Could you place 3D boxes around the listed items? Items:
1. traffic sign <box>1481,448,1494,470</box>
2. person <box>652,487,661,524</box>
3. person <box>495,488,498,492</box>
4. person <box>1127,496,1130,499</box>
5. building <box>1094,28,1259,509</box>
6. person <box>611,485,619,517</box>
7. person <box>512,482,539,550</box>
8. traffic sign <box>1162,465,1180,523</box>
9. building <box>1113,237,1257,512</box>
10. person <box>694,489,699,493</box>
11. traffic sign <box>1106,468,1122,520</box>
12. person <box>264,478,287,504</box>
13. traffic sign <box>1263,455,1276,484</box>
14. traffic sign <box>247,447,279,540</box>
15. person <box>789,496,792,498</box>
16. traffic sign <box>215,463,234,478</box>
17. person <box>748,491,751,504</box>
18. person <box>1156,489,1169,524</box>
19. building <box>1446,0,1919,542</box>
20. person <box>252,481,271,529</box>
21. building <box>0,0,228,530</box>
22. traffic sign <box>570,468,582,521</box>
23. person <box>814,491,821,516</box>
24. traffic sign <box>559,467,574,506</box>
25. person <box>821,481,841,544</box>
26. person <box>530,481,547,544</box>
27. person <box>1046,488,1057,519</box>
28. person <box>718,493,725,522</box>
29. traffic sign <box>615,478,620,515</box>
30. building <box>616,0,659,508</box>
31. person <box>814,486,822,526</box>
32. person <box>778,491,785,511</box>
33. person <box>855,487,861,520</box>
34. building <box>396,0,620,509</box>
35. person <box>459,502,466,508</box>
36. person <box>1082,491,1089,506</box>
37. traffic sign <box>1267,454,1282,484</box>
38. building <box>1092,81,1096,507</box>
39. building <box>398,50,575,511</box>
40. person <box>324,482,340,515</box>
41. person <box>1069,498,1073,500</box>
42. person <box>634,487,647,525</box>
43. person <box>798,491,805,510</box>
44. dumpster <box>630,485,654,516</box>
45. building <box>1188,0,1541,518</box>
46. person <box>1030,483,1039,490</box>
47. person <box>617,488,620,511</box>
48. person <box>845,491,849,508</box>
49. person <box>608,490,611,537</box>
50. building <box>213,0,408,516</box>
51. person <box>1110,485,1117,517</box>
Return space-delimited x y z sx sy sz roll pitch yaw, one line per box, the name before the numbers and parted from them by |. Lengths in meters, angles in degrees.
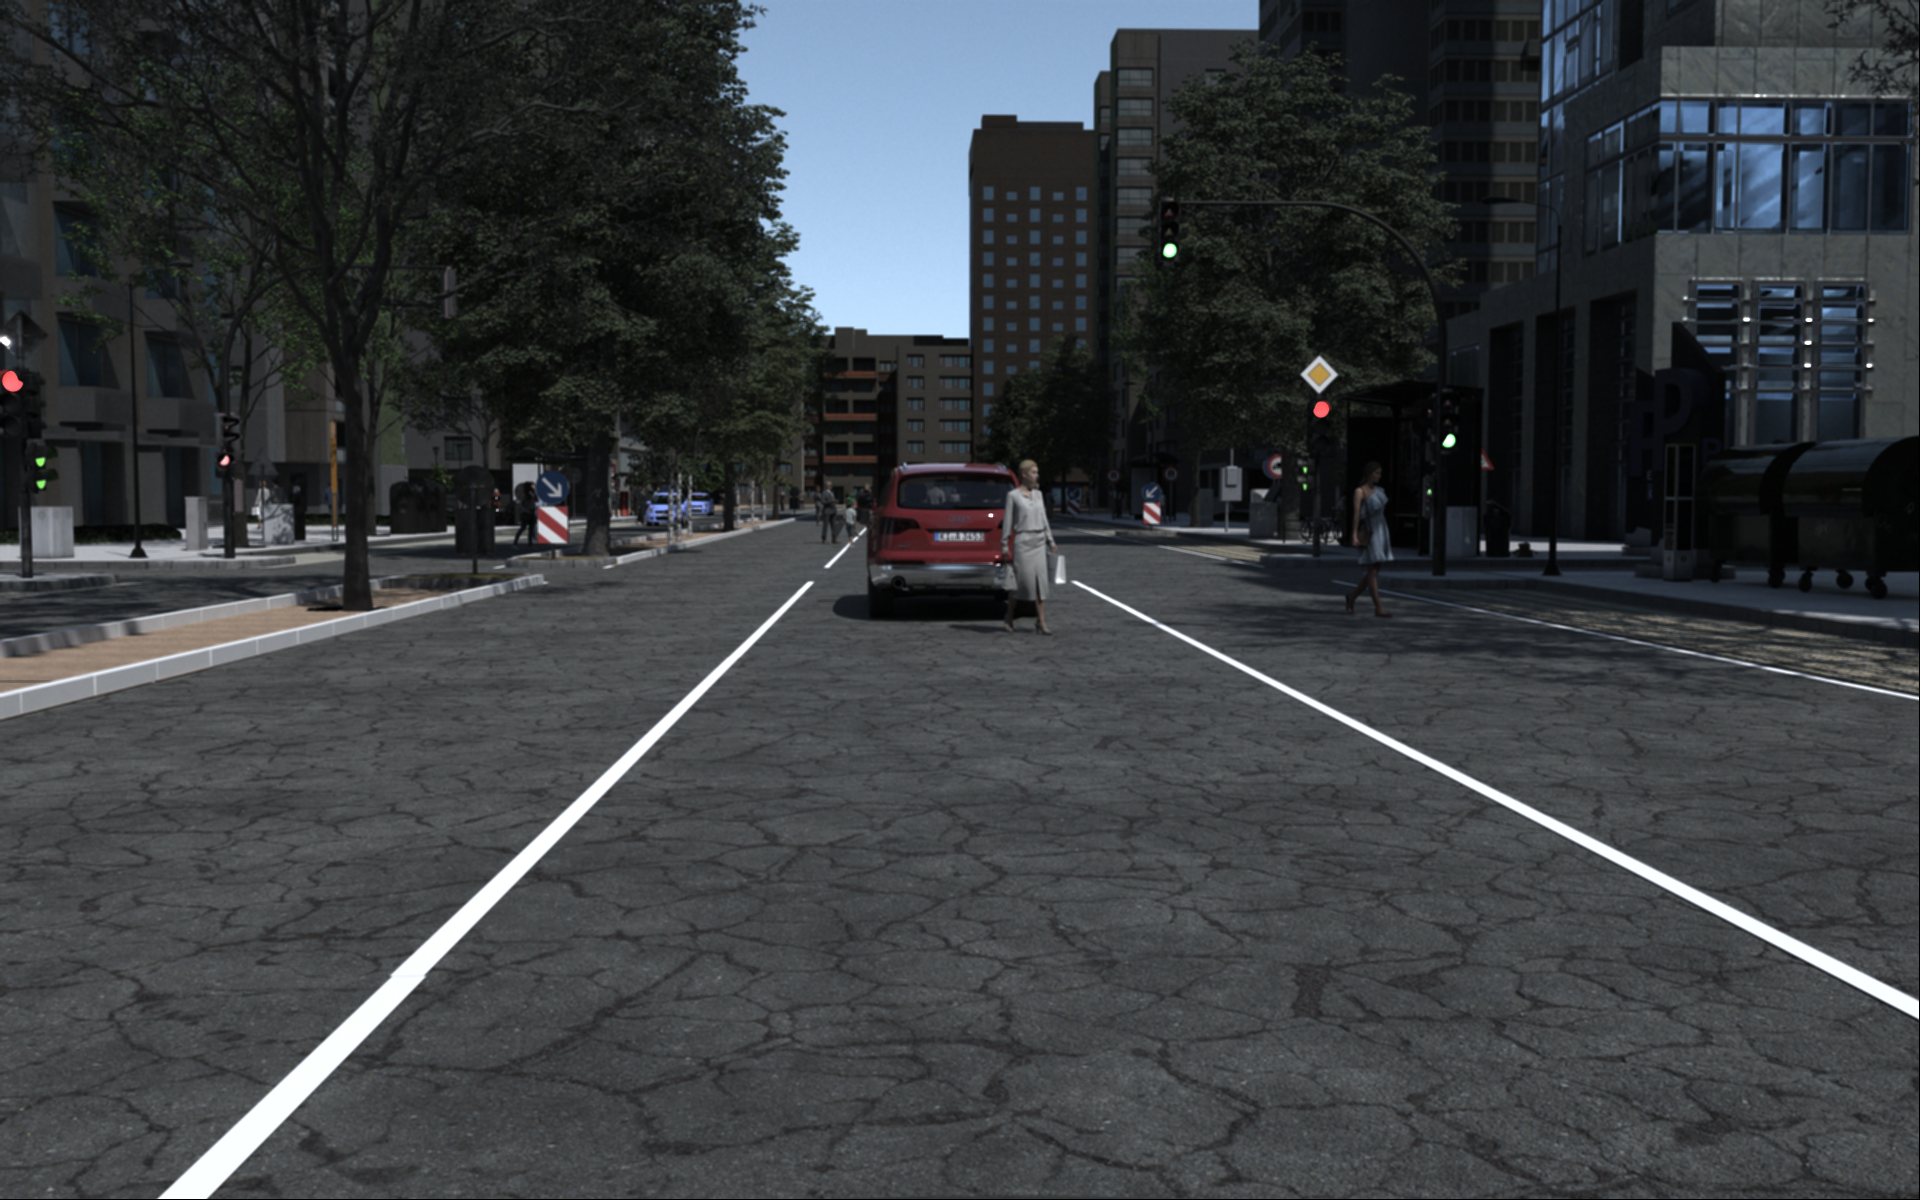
traffic sign | 11.361 -2.345 38.345 0.884 2.594 0.081 0 4 3
person | -14.791 -4.608 83.861 0.620 1.820 0.660 -1 4 -8
person | -23.924 -5.066 88.725 0.661 1.843 0.795 -2 4 -23
person | 11.916 -6.959 120.350 0.721 1.766 1.217 -1 4 -18
building | 20.274 -28.923 156.489 14.154 41.232 14.086 0 4 -2
person | -19.195 -5.492 96.015 0.661 1.801 0.590 -2 4 -35
person | -11.132 -2.155 44.329 0.643 1.750 0.593 1 4 17
traffic sign | 9.410 -4.719 77.254 0.768 2.556 0.104 0 4 7
building | 27.589 -17.774 135.641 27.650 21.520 28.899 0 4 -2
person | -21.116 -8.050 138.383 1.217 1.743 0.721 -2 4 -27
traffic sign | 7.497 -5.164 84.536 0.768 2.556 0.104 0 4 6
person | -22.360 -3.082 56.705 0.850 1.792 0.678 1 4 18
traffic sign | 10.272 -3.457 56.626 0.768 2.556 0.104 0 4 1
traffic sign | -19.378 -2.943 48.125 0.884 2.594 0.081 0 4 0
person | -15.977 -9.467 163.291 0.705 1.823 1.348 0 4 -1
traffic sign | -19.112 -2.633 45.179 0.606 2.300 0.079 0 4 -1
person | -17.475 -8.282 144.615 0.721 1.736 1.217 0 4 6
person | 8.750 -4.051 74.875 0.503 1.515 0.523 -3 5 -41
building | 32.294 -45.236 52.274 31.000 86.520 22.319 0 4 -2
person | -25.259 -3.448 62.765 0.624 1.780 0.694 3 5 43
building | -38.706 -26.634 55.072 23.786 49.044 30.456 0 4 -2
traffic sign | -18.605 -5.097 83.443 0.768 2.556 0.104 0 4 5
person | -9.106 -6.296 112.142 0.721 1.736 1.217 2 4 27
traffic sign | -18.662 -5.008 81.979 0.768 2.556 0.104 0 4 5
person | -3.711 -2.525 49.956 0.590 1.801 0.661 2 4 32
person | -12.093 -2.498 49.602 0.793 1.790 0.793 -3 5 -42
person | 5.223 -5.500 98.786 0.532 1.782 0.716 -3 4 -38
person | -12.098 -4.898 88.933 0.716 1.782 0.532 1 4 14
traffic sign | -21.293 -6.414 106.998 0.606 2.300 0.079 0 4 7
building | -43.188 -35.043 162.198 27.495 52.752 28.713 0 4 -2
person | -6.309 -4.231 77.958 0.520 1.790 0.573 3 4 37
person | -15.294 -8.474 147.855 0.742 1.727 0.445 1 4 20
person | -5.494 -5.301 95.368 0.583 1.804 0.606 -1 4 -15
building | -38.904 -31.184 133.563 21.300 48.544 21.600 0 4 -2
person | -27.039 -5.369 94.104 0.520 1.790 0.573 -3 5 -41
person | 14.105 -11.179 191.262 1.348 1.826 0.705 1 4 23
traffic sign | 10.115 -3.355 54.959 0.768 2.556 0.104 0 4 4
building | 19.981 -29.832 171.355 14.154 41.232 14.086 0 4 -2
building | -34.377 -21.085 116.437 14.160 30.474 14.107 0 4 -2
person | -26.063 -4.023 72.009 0.721 1.800 0.419 -1 4 -11
person | 11.237 -10.300 175.258 0.445 1.727 0.742 1 4 19
person | -14.903 -4.401 80.870 0.534 1.772 0.576 -2 4 -25
person | -14.674 -9.283 160.806 0.617 1.759 0.750 0 4 1
dumpster | -18.799 -5.895 102.146 1.264 1.857 1.865 0 4 -2
building | 30.330 -24.882 98.699 32.217 40.220 23.993 0 4 -2
person | 2.469 -3.046 58.284 0.573 1.828 0.580 1 4 20
person | -26.142 -7.699 132.649 1.217 1.735 0.721 -1 4 -21
person | -11.179 -10.028 173.285 0.721 1.723 1.217 2 4 30
person | -11.926 -3.065 57.967 0.474 1.900 0.648 -1 4 -12
building | -37.958 -24.835 89.649 14.154 41.232 14.086 0 4 -2
person | 8.707 -5.588 97.508 0.679 1.850 0.850 3 5 40
